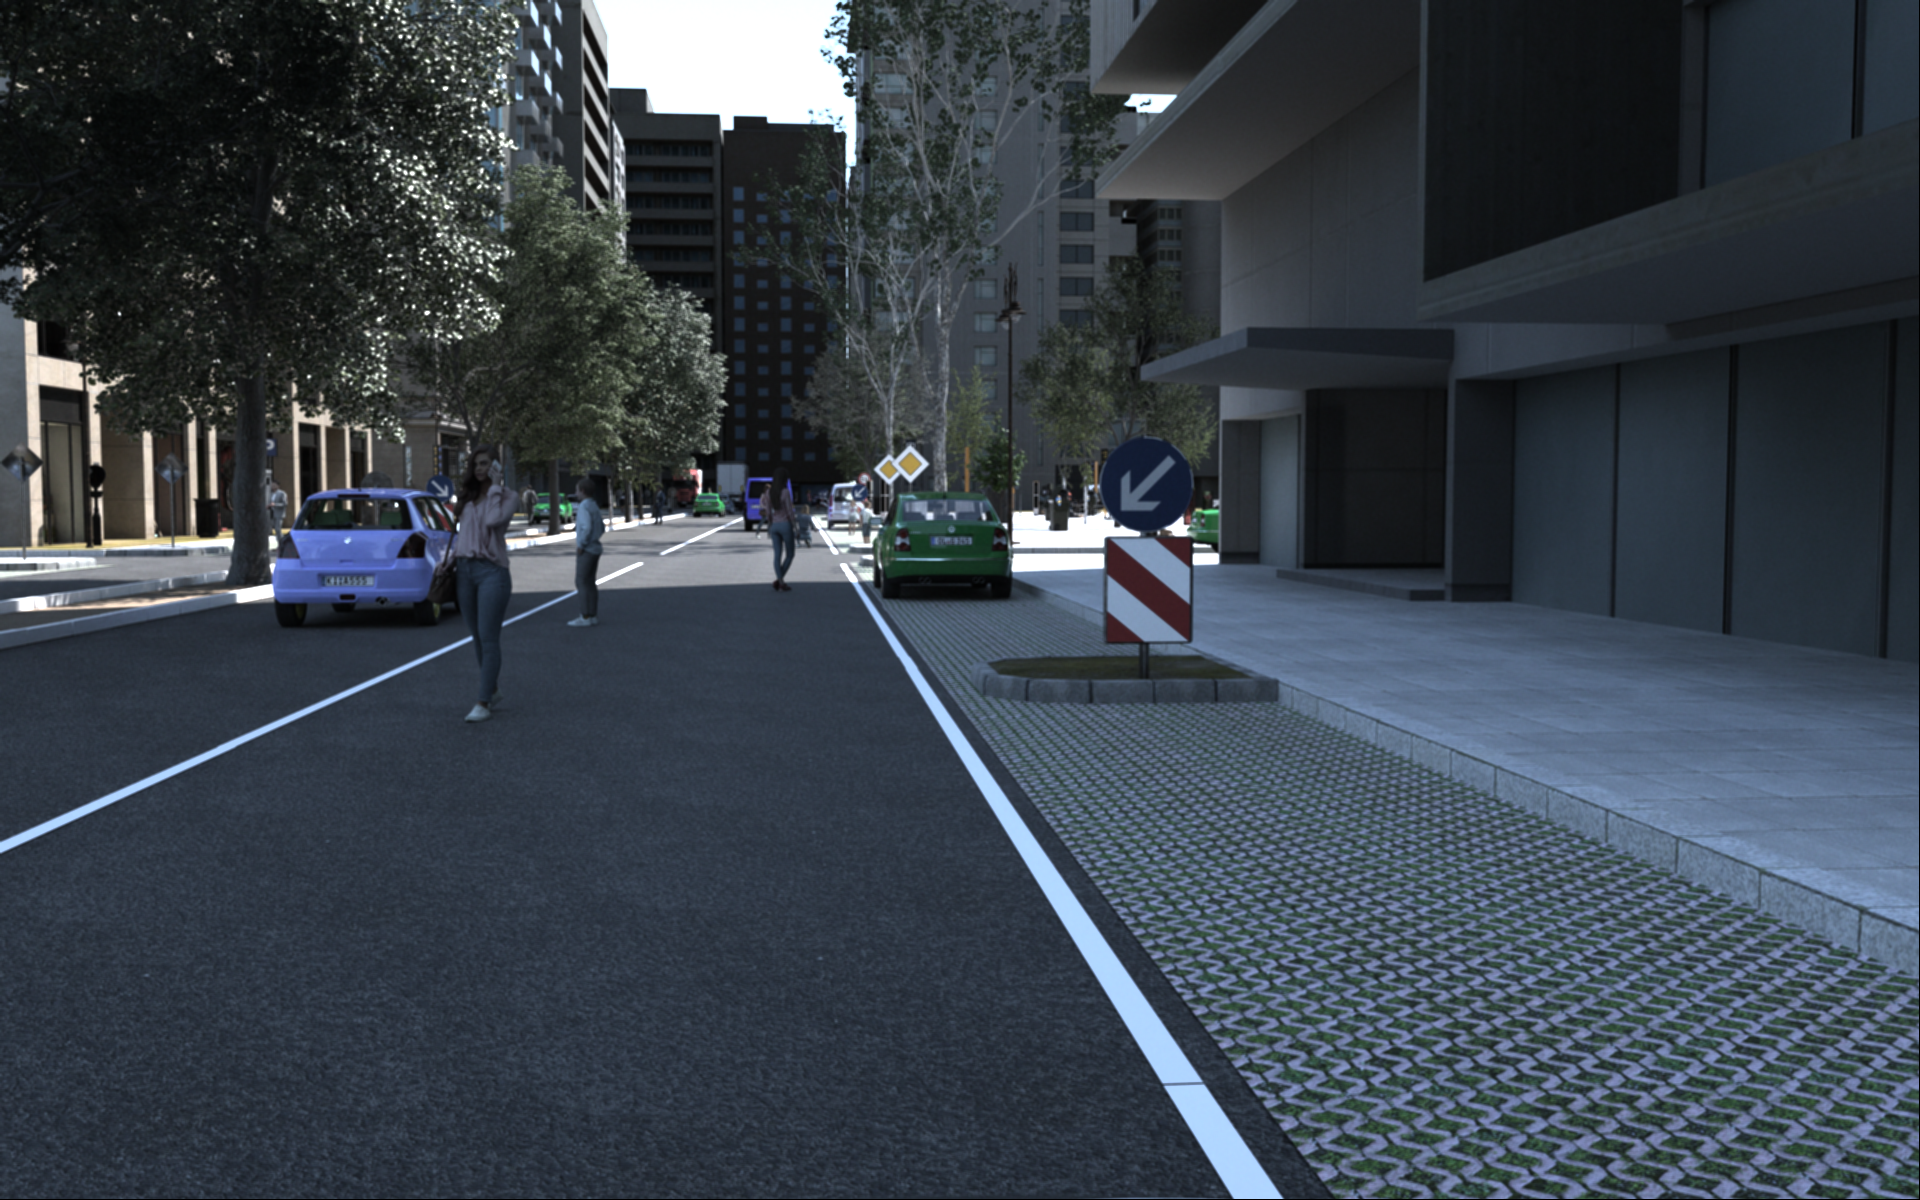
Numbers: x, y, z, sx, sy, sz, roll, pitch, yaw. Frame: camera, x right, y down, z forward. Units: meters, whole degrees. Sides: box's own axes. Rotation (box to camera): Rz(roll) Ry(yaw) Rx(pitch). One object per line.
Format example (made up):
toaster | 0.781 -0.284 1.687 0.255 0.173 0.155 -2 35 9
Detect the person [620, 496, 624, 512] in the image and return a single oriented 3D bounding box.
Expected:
person | -26.362 -7.596 135.887 0.628 1.438 0.799 0 4 1

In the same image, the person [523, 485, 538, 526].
person | -19.351 -4.248 78.056 0.679 1.850 0.850 0 4 -3

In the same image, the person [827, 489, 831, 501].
person | -10.556 -8.044 140.028 0.705 1.823 1.348 -1 4 -21

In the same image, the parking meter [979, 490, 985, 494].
parking meter | 1.458 -6.543 115.384 0.372 1.533 0.369 0 3 0

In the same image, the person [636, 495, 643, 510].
person | -28.613 -8.924 154.280 0.709 1.838 0.599 1 4 16

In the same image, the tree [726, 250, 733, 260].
tree | -4.824 -14.103 86.478 12.611 20.169 13.585 0 3 0

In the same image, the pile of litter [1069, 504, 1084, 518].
pile of litter | 6.135 -4.878 93.724 1.176 0.858 1.719 0 4 -1

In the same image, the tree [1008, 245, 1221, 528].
tree | 6.039 -8.033 65.750 8.767 10.594 7.601 0 4 -5

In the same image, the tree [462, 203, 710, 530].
tree | -14.835 -9.088 68.050 9.611 12.733 9.660 0 3 0

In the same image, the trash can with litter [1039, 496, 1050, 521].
trash can with litter | 4.446 -4.315 81.932 0.624 1.170 1.055 -3 5 -41

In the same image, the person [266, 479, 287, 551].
person | -17.198 -2.126 43.454 0.606 1.804 0.583 2 4 24

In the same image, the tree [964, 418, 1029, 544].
tree | 0.916 -3.050 44.464 1.663 3.219 1.824 0 3 0

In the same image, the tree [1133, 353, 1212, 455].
tree | 10.564 -8.328 86.522 4.360 8.622 3.978 0 3 0

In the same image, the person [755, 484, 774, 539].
person | -6.289 -2.861 55.861 0.643 1.750 0.593 3 5 40

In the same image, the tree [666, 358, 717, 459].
tree | -15.929 -8.941 83.047 8.767 10.594 7.601 0 4 -5

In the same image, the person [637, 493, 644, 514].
person | -23.418 -7.257 126.776 0.705 1.869 1.348 -2 4 -24

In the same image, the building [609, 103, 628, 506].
building | -42.532 -30.518 182.561 14.086 41.232 14.154 0 4 -5

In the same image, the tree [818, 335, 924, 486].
tree | -6.365 -12.511 122.680 7.486 12.596 7.792 0 3 0

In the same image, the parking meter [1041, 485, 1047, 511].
parking meter | 5.331 -6.366 109.794 0.399 1.863 0.255 0 4 -4

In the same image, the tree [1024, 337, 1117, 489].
tree | 4.931 -7.825 78.306 4.360 8.622 3.978 0 3 0

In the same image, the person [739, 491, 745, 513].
person | -16.706 -7.533 133.135 0.593 1.643 0.415 -1 4 -13

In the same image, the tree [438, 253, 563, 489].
tree | -13.712 -6.035 51.491 4.360 8.622 3.978 0 3 0

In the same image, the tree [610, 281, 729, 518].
tree | -18.308 -11.928 104.141 9.857 13.997 8.962 0 3 0

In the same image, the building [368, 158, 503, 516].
building | -32.898 -14.914 94.752 10.553 20.767 40.483 0 4 -5

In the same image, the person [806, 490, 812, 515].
person | -10.472 -6.842 121.083 0.721 1.743 1.217 0 4 2

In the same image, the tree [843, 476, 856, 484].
tree | -10.364 -10.017 158.385 1.663 3.219 1.824 0 3 0

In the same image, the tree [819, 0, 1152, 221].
tree | -0.018 -12.065 53.155 12.611 20.169 13.585 0 3 0

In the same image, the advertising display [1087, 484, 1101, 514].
advertising display | 8.548 -6.444 110.574 0.974 1.923 0.123 -2 4 -32

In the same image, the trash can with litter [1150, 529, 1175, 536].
trash can with litter | 5.647 -2.317 49.264 1.055 1.170 0.624 3 5 39

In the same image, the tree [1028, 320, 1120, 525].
tree | 5.058 -7.471 72.511 4.737 8.622 4.395 0 3 0

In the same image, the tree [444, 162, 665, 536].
tree | -14.062 -8.494 59.456 7.486 12.596 7.792 0 3 0

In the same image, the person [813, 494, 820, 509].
person | -12.463 -8.496 150.640 0.697 1.427 0.421 2 4 35

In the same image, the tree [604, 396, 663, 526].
tree | -15.529 -7.587 76.859 4.737 8.622 4.395 0 3 0

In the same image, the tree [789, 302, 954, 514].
tree | -5.798 -12.263 110.866 12.009 13.543 11.850 0 3 0

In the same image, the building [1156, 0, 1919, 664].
building | 16.936 -26.297 19.202 28.713 52.752 27.495 0 4 -5

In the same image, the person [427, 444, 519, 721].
person | -3.058 -0.125 11.138 0.593 1.750 0.643 1 4 22

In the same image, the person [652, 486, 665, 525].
person | -14.103 -4.434 81.174 0.721 1.800 0.419 3 5 43

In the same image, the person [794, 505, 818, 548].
person | -4.298 -1.989 46.511 1.012 1.151 0.738 -1 4 -10

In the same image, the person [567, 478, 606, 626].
person | -4.094 -0.533 19.023 0.330 1.601 0.589 1 4 16

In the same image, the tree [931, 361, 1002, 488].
tree | 0.383 -8.929 96.358 4.737 8.622 4.395 0 3 0

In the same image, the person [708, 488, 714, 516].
person | -16.082 -6.317 111.556 0.659 1.850 0.755 1 4 10

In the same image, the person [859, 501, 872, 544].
person | -2.499 -1.993 45.776 0.332 1.250 0.352 1 4 14

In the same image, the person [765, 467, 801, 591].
person | -2.610 -1.046 25.610 0.555 1.821 0.388 1 4 21

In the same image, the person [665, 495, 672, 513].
person | -22.179 -7.502 131.873 0.721 1.735 1.217 2 4 26

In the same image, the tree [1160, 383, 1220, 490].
tree | 14.508 -9.887 112.022 4.737 8.622 4.395 0 3 0

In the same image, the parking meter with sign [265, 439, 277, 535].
parking meter with sign | -21.637 -3.508 53.610 0.543 3.016 1.738 0 4 -6

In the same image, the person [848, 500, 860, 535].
person | -3.642 -2.837 59.906 0.505 1.210 0.382 1 4 17

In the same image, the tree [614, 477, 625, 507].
tree | -34.695 -11.102 176.116 1.663 3.219 1.824 0 3 0

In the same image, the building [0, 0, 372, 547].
building | -33.617 -15.449 57.101 19.350 26.468 34.151 0 4 -5
